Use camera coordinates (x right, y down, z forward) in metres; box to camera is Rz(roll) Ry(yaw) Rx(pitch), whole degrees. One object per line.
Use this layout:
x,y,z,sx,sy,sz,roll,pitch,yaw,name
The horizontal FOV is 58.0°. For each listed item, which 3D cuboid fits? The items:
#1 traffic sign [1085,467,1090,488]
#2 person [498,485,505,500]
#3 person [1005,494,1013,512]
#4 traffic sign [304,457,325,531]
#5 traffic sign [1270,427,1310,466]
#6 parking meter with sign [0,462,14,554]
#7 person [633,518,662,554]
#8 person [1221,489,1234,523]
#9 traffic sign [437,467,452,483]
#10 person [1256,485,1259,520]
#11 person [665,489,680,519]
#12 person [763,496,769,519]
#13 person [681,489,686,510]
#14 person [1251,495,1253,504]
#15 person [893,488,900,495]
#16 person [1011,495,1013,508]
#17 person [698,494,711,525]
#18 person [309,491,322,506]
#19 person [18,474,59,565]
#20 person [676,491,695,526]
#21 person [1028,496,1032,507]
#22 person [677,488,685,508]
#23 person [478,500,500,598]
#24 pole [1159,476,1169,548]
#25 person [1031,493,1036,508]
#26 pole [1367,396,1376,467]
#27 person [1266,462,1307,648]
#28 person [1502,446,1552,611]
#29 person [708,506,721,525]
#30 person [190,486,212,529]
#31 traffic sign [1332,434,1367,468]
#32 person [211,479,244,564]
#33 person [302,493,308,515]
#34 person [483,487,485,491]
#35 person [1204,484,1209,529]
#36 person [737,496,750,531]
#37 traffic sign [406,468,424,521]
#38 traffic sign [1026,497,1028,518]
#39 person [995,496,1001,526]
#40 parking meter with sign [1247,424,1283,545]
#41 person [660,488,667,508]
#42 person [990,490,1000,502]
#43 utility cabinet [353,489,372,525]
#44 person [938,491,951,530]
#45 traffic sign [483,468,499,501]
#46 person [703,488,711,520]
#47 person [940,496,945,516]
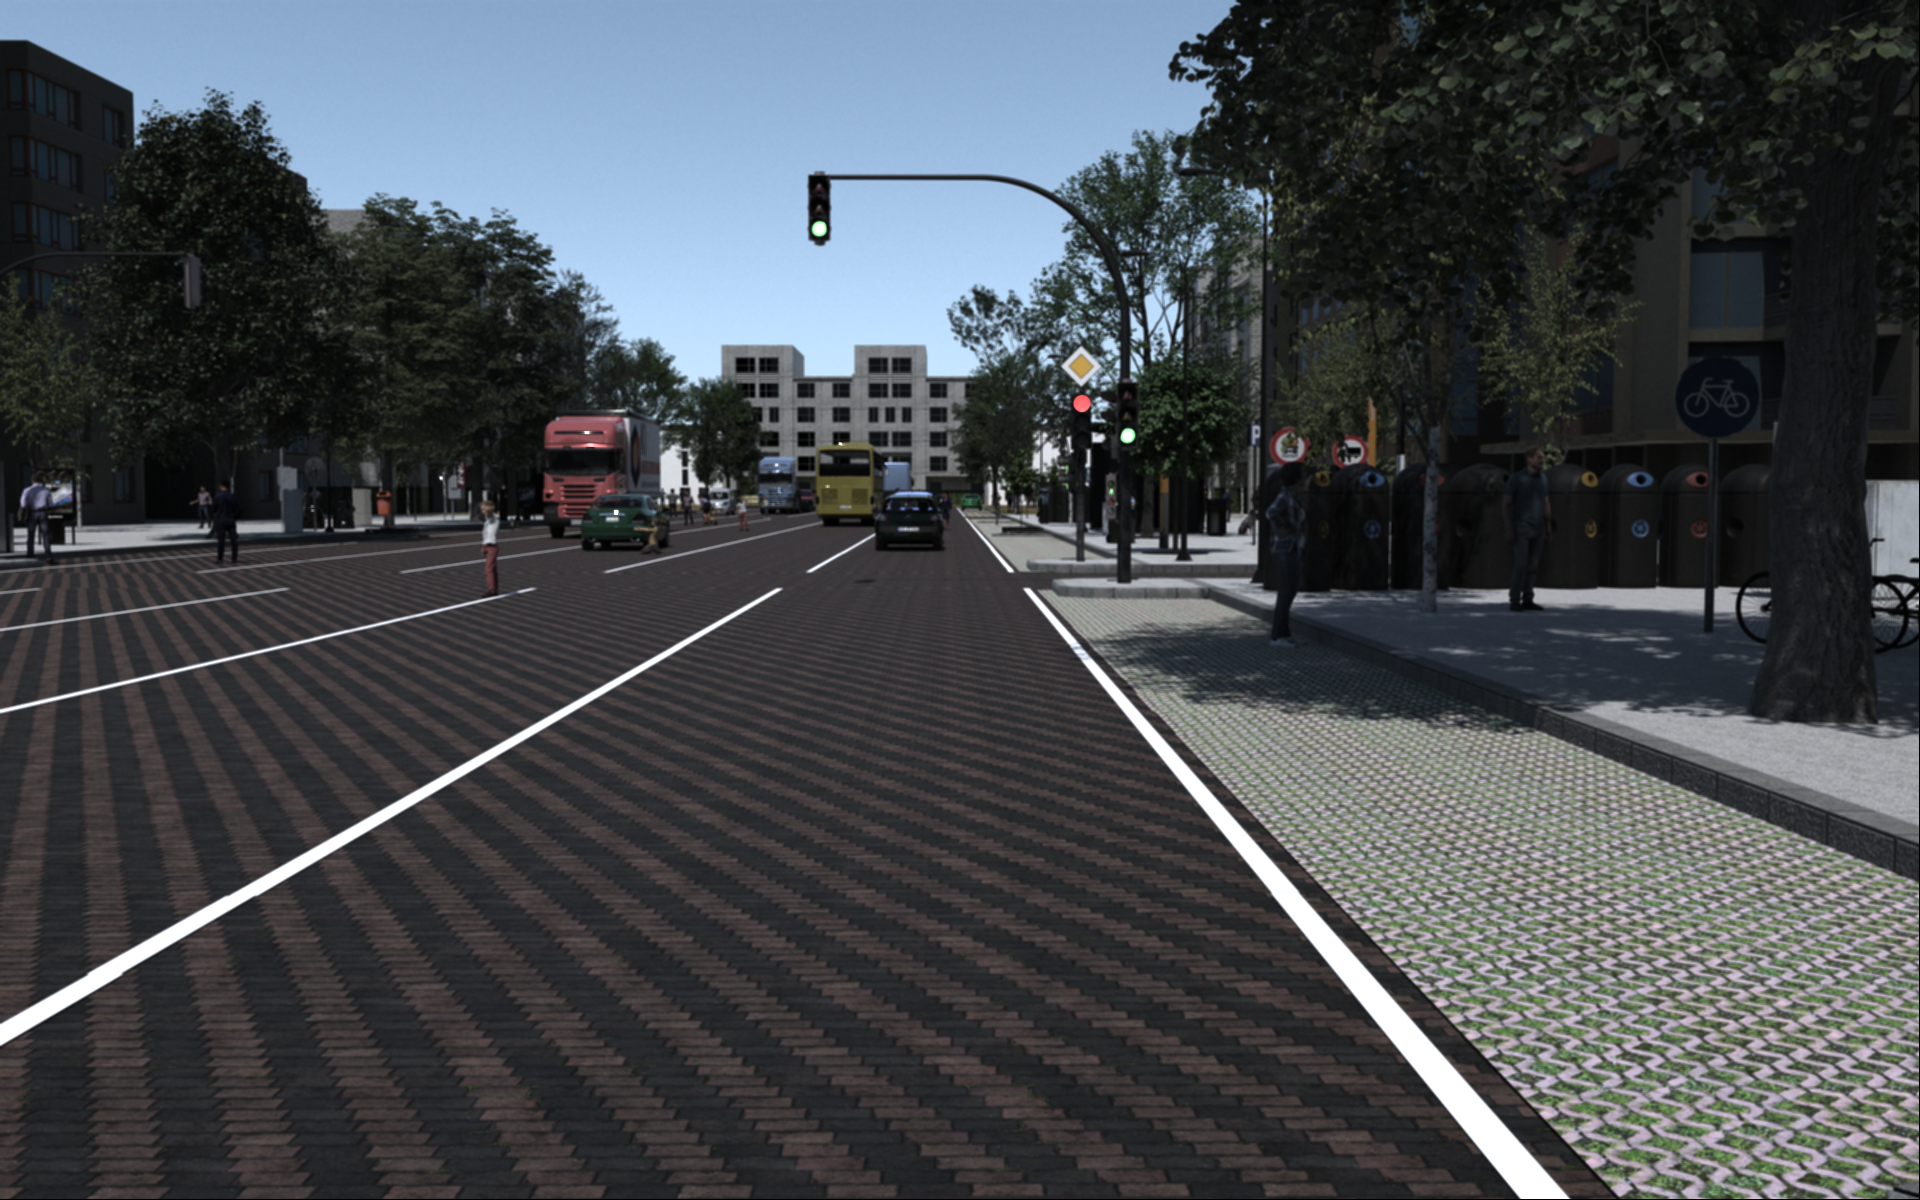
6.067,-4.960,81.198,0.768,2.556,0.104,0,4,5,traffic sign
-26.072,-5.665,98.788,0.434,1.807,0.598,3,5,40,person
3.660,-7.285,125.941,0.721,1.735,1.217,-3,5,-39,person
-22.190,-3.635,59.546,0.768,2.556,0.104,0,4,8,traffic sign
6.262,-2.008,32.943,0.768,2.556,0.104,0,4,4,traffic sign
-20.788,-2.502,37.163,0.543,3.016,1.738,-1,4,-15,parking meter with sign
-7.435,-1.520,41.279,0.695,0.859,0.347,1,4,11,person
12.133,-4.246,78.166,0.600,1.496,0.574,-2,4,-28,person
-24.809,-5.111,83.296,0.795,2.593,0.064,0,4,6,traffic sign
14.811,-4.804,85.282,0.600,1.739,0.565,2,4,30,person
-16.389,-5.481,98.829,0.841,1.734,0.376,0,4,-5,person
-11.351,-5.436,101.288,0.435,1.345,0.340,1,4,10,person
-22.333,-8.142,140.086,0.530,1.710,0.541,0,4,0,person
14.953,-4.814,87.449,0.600,1.496,0.574,1,4,19,person
-3.154,-4.721,86.406,0.376,1.734,0.841,3,5,41,person
4.981,-9.357,162.255,0.991,1.433,0.599,-2,4,-30,person
-12.024,-4.259,81.370,0.697,1.427,0.421,2,4,28,person
-37.735,-5.776,101.424,0.756,1.711,0.436,-1,4,-21,person
-18.664,-1.630,35.025,0.709,1.838,0.599,-2,4,-34,person
-12.241,-4.119,77.806,0.963,1.587,0.435,1,4,12,person
6.799,-9.859,167.691,0.568,1.767,0.683,-3,5,-41,person
-26.260,-9.664,163.681,0.705,1.869,1.348,2,4,28,person
-6.558,-0.715,24.095,0.340,1.345,0.435,-3,4,-36,person
4.818,-2.874,40.828,0.158,3.312,0.155,0,3,0,pole
6.728,-9.333,158.569,1.348,1.831,0.705,1,4,15,person
8.516,-2.571,35.880,0.158,3.312,0.155,0,3,0,pole
3.066,-0.432,16.280,0.376,1.734,0.841,1,4,20,person
6.275,-0.791,19.100,0.598,1.807,0.434,-1,4,-10,person
-11.413,-3.914,80.416,0.347,0.859,0.695,1,4,22,person
-28.143,-3.450,64.415,0.963,1.587,0.435,0,4,8,person
8.337,-2.259,37.048,0.768,2.556,0.104,0,4,7,traffic sign
-15.190,-1.628,35.821,0.504,1.737,0.576,3,5,39,person
-27.046,-3.752,71.302,0.435,1.345,0.340,1,4,12,person
-34.813,-7.371,126.562,1.348,1.823,0.705,1,4,15,person
8.880,-3.412,63.296,0.415,1.643,0.593,1,4,21,person
-8.442,-3.368,67.468,0.435,1.345,0.340,-1,4,-21,person
-25.838,-5.021,82.090,0.884,2.594,0.081,0,4,7,traffic sign
3.566,-5.619,91.970,0.768,2.556,0.104,0,4,3,traffic sign
1.699,-3.982,77.511,0.340,1.345,0.435,-3,4,-36,person
7.938,-2.837,42.649,0.543,3.016,1.738,-3,5,-45,parking meter with sign
-27.040,-9.259,157.504,1.350,1.814,0.705,1,4,12,person
3.419,-9.787,166.887,1.217,1.723,0.721,-3,5,-40,person
-24.918,-3.888,72.242,0.318,1.500,1.173,-3,5,-42,utility cabinet
-0.610,-3.556,69.019,0.453,1.535,0.546,1,4,12,person
-22.978,-5.189,84.839,0.884,2.594,0.081,0,4,8,traffic sign
-13.858,-5.258,95.175,0.576,1.737,0.504,3,4,37,person
-1.056,-5.832,107.759,0.340,1.345,0.435,0,4,1,person
